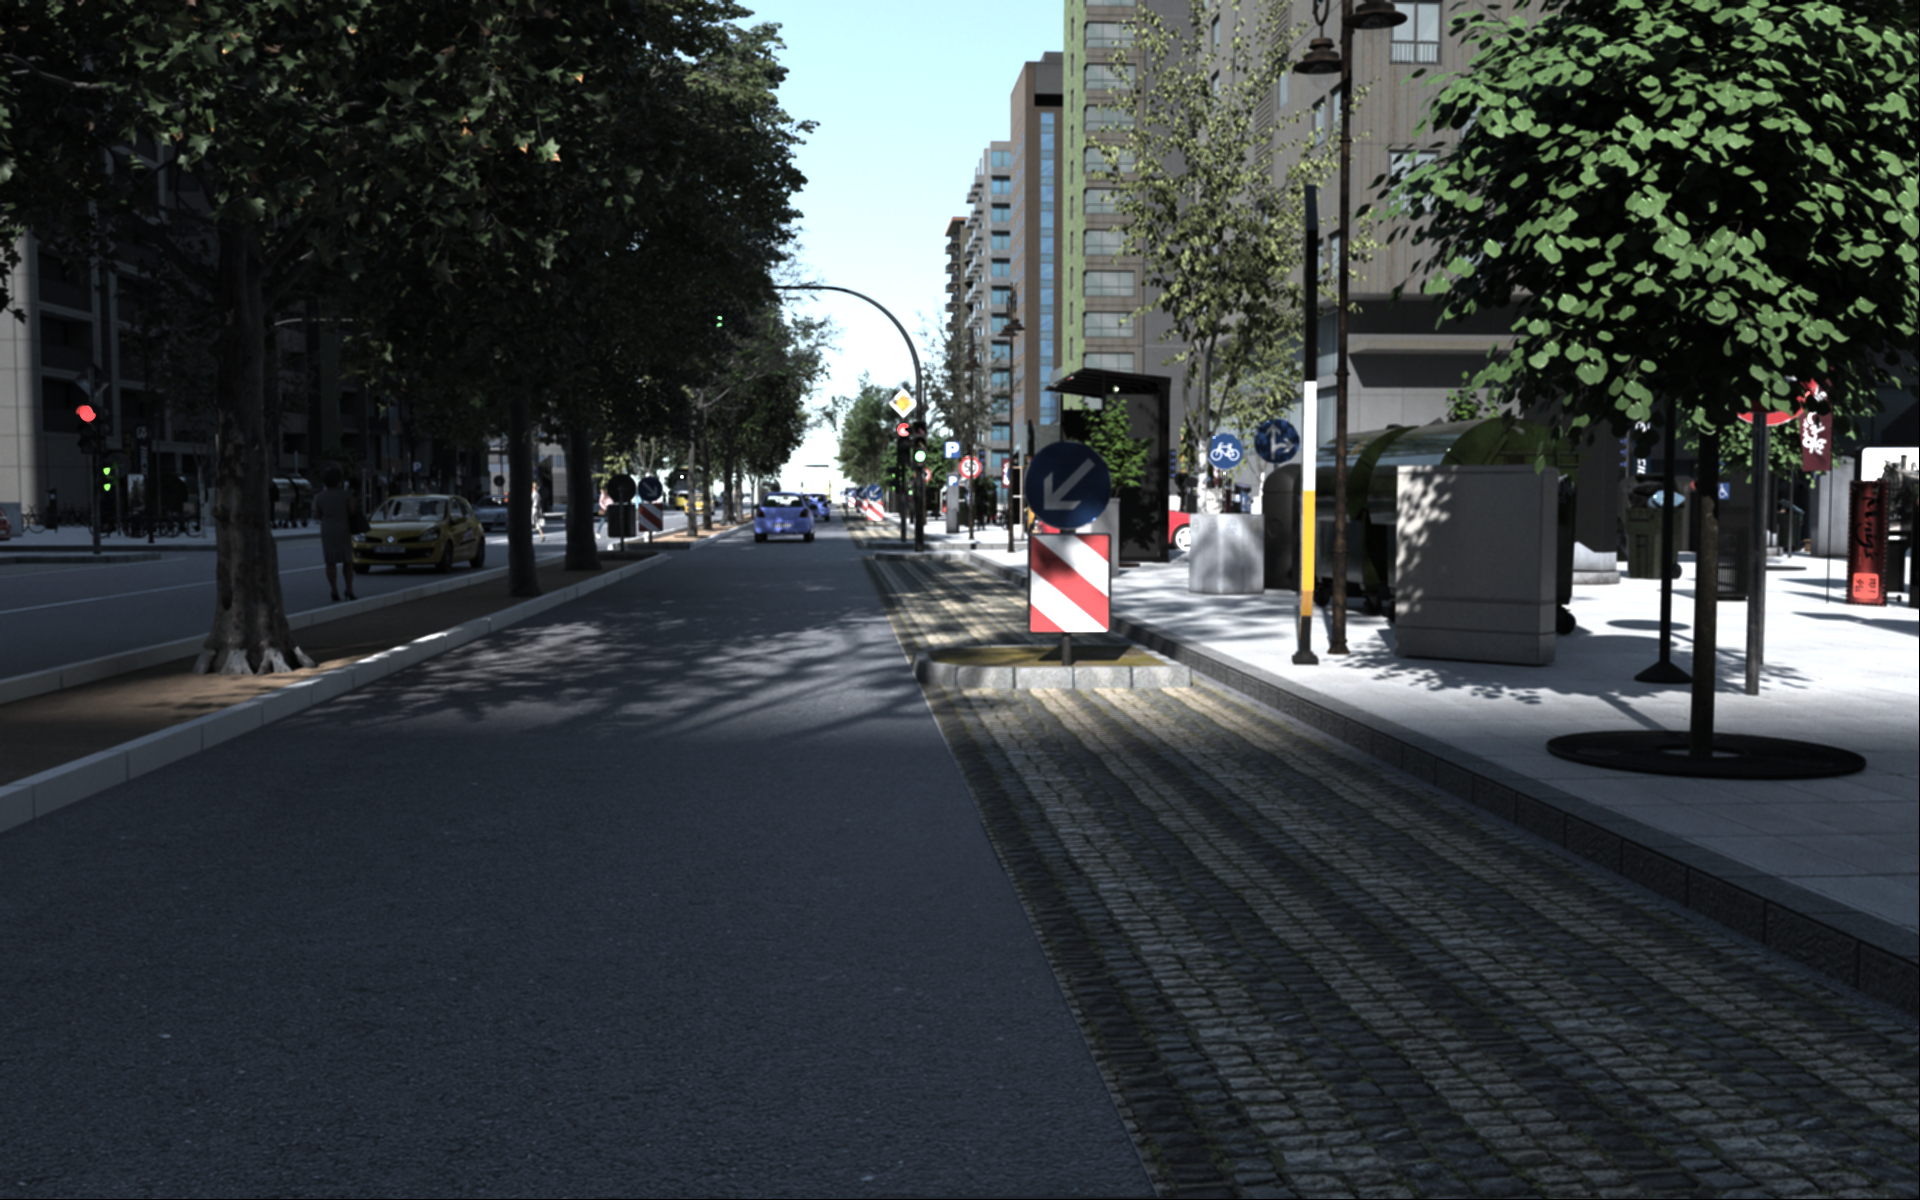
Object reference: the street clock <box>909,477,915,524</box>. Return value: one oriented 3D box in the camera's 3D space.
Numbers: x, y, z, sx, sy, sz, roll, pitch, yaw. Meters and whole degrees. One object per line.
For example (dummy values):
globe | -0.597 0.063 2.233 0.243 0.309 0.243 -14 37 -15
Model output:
street clock | -2.085 -4.315 75.128 0.358 2.002 0.471 0 4 -4

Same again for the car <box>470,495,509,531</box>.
car | -17.640 -3.322 66.323 2.014 1.417 4.499 0 4 -3

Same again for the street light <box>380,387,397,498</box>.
street light | -22.713 -5.873 68.816 0.468 5.910 1.993 0 4 -4

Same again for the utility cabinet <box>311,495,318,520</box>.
utility cabinet | -31.728 -4.590 86.208 0.306 1.237 1.020 3 5 43

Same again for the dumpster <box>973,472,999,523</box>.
dumpster | 0.884 -4.464 75.484 1.502 2.255 1.985 0 4 -4

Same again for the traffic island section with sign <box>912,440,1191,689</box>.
traffic island section with sign | 0.639 -0.304 13.601 1.989 1.847 2.006 0 4 -4

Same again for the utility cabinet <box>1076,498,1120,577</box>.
utility cabinet | 2.100 -0.940 26.533 0.306 1.237 1.020 2 4 29

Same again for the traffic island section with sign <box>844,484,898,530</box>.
traffic island section with sign | -3.506 -3.674 68.704 1.989 1.847 2.006 0 4 -4

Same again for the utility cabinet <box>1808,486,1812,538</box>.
utility cabinet | 24.497 -2.525 49.964 1.173 1.500 0.318 0 4 -5

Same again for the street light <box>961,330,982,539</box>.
street light | 0.326 -4.654 48.886 0.468 5.910 1.993 0 4 -4

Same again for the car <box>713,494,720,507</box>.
car | -27.217 -10.967 189.092 2.009 1.686 4.222 0 4 -6

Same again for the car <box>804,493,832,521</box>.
car | -7.780 -5.044 92.061 1.945 1.707 3.694 0 4 -3

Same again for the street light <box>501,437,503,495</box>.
street light | -24.702 -7.373 93.343 0.468 5.910 1.993 0 4 -4

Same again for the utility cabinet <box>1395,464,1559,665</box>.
utility cabinet | 3.949 -0.281 13.270 1.173 1.500 0.318 3 5 42

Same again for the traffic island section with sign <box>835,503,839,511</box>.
traffic island section with sign | -9.201 -8.313 144.552 1.989 1.847 2.006 0 4 -4

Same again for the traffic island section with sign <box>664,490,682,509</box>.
traffic island section with sign | -28.547 -9.966 171.576 1.989 1.847 2.006 0 4 -4

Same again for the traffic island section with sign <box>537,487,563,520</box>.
traffic island section with sign | -22.773 -5.260 94.636 1.989 1.847 2.006 0 4 -4

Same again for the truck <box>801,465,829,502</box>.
truck | -14.339 -11.198 171.994 2.839 4.237 11.283 0 4 -6

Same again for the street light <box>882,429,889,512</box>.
street light | -5.376 -9.280 124.515 0.468 5.910 1.993 0 4 -4

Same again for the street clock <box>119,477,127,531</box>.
street clock | -29.062 -3.405 60.241 0.471 2.002 0.358 -2 4 -34

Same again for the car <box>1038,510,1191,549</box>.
car | 4.188 -2.082 43.088 4.494 1.783 2.155 0 4 -5

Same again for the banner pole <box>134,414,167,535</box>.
banner pole | -25.205 -3.909 53.928 0.863 3.779 0.401 -1 4 -19

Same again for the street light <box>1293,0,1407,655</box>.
street light | 3.043 -2.505 13.741 0.468 5.910 1.993 0 4 -4

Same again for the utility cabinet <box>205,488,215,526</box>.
utility cabinet | -29.207 -3.652 68.390 0.318 1.500 1.173 2 4 30

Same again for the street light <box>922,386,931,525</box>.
street light | -1.472 -6.119 72.839 0.468 5.910 1.993 0 4 -4

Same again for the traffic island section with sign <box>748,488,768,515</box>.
traffic island section with sign | -13.681 -6.861 120.321 2.006 1.907 1.989 0 4 -4

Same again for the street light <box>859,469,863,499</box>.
street light | -11.657 -14.359 207.556 0.468 5.910 1.993 0 4 -4

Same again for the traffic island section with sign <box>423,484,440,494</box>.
traffic island section with sign | -20.753 -3.616 67.756 1.989 1.847 2.006 0 4 -4

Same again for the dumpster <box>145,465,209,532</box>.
dumpster | -26.559 -3.435 58.657 1.502 2.255 1.985 0 4 -4

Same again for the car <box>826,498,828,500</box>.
car | -12.970 -9.077 157.997 1.945 1.707 3.694 0 4 -6

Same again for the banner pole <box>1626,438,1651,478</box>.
banner pole | 19.308 -3.638 49.490 0.863 3.779 0.401 1 4 21

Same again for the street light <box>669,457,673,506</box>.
street light | -32.262 -13.474 193.094 0.468 5.910 1.993 0 4 -4

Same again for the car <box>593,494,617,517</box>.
car | -19.596 -5.027 93.988 2.131 1.459 4.920 0 4 -6

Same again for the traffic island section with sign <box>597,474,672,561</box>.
traffic island section with sign | -7.498 -1.827 38.006 2.006 1.907 1.989 0 4 -4

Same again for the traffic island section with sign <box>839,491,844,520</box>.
traffic island section with sign | -5.521 -5.325 95.688 1.989 1.847 2.006 0 4 -4

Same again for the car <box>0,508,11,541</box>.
car | -25.394 -1.999 41.723 4.494 1.783 2.155 0 4 -4

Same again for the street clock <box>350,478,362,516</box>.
street clock | -26.700 -4.406 76.604 0.471 2.002 0.358 1 4 22

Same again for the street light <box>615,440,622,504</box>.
street light | -28.533 -10.532 144.991 0.468 5.910 1.993 0 4 -4

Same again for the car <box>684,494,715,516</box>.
car | -17.460 -6.483 116.224 2.015 1.641 3.980 0 4 -3

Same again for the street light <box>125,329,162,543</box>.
street light | -21.112 -4.419 45.031 0.468 5.910 1.993 0 4 -4

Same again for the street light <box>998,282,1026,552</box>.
street light | 1.125 -3.984 37.933 0.468 5.910 1.993 0 4 -4

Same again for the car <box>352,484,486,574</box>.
car | -10.131 -1.360 32.456 2.015 1.641 3.980 0 4 -2

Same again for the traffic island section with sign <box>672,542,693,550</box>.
traffic island section with sign | -8.043 -2.279 45.393 2.006 1.907 1.989 0 4 -4

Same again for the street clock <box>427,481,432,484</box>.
street clock | -29.394 -5.566 95.581 0.358 2.002 0.471 2 4 34

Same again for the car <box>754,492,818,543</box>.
car | -5.298 -2.623 52.484 1.945 1.707 3.694 0 4 -3

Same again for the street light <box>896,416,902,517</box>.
street light | -3.311 -7.602 97.074 0.468 5.910 1.993 0 4 -4

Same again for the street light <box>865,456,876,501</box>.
street light | -8.935 -12.217 172.538 0.468 5.910 1.993 0 4 -4

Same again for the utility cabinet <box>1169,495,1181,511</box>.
utility cabinet | 10.010 -4.373 82.659 1.020 1.237 0.306 0 4 -3

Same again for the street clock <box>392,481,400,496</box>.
street clock | -32.188 -5.766 98.847 0.471 2.002 0.358 3 5 40

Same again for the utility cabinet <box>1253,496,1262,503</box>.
utility cabinet | 9.126 -2.549 52.833 0.306 1.237 1.020 1 4 16

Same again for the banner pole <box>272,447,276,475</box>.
banner pole | -36.722 -6.288 92.829 0.401 3.779 0.863 -2 4 -29

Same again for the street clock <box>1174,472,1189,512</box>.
street clock | 7.406 -3.257 57.827 0.471 2.002 0.358 -2 4 -32

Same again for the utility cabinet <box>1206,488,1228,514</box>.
utility cabinet | 9.946 -3.590 67.377 1.173 1.500 0.318 2 4 34
